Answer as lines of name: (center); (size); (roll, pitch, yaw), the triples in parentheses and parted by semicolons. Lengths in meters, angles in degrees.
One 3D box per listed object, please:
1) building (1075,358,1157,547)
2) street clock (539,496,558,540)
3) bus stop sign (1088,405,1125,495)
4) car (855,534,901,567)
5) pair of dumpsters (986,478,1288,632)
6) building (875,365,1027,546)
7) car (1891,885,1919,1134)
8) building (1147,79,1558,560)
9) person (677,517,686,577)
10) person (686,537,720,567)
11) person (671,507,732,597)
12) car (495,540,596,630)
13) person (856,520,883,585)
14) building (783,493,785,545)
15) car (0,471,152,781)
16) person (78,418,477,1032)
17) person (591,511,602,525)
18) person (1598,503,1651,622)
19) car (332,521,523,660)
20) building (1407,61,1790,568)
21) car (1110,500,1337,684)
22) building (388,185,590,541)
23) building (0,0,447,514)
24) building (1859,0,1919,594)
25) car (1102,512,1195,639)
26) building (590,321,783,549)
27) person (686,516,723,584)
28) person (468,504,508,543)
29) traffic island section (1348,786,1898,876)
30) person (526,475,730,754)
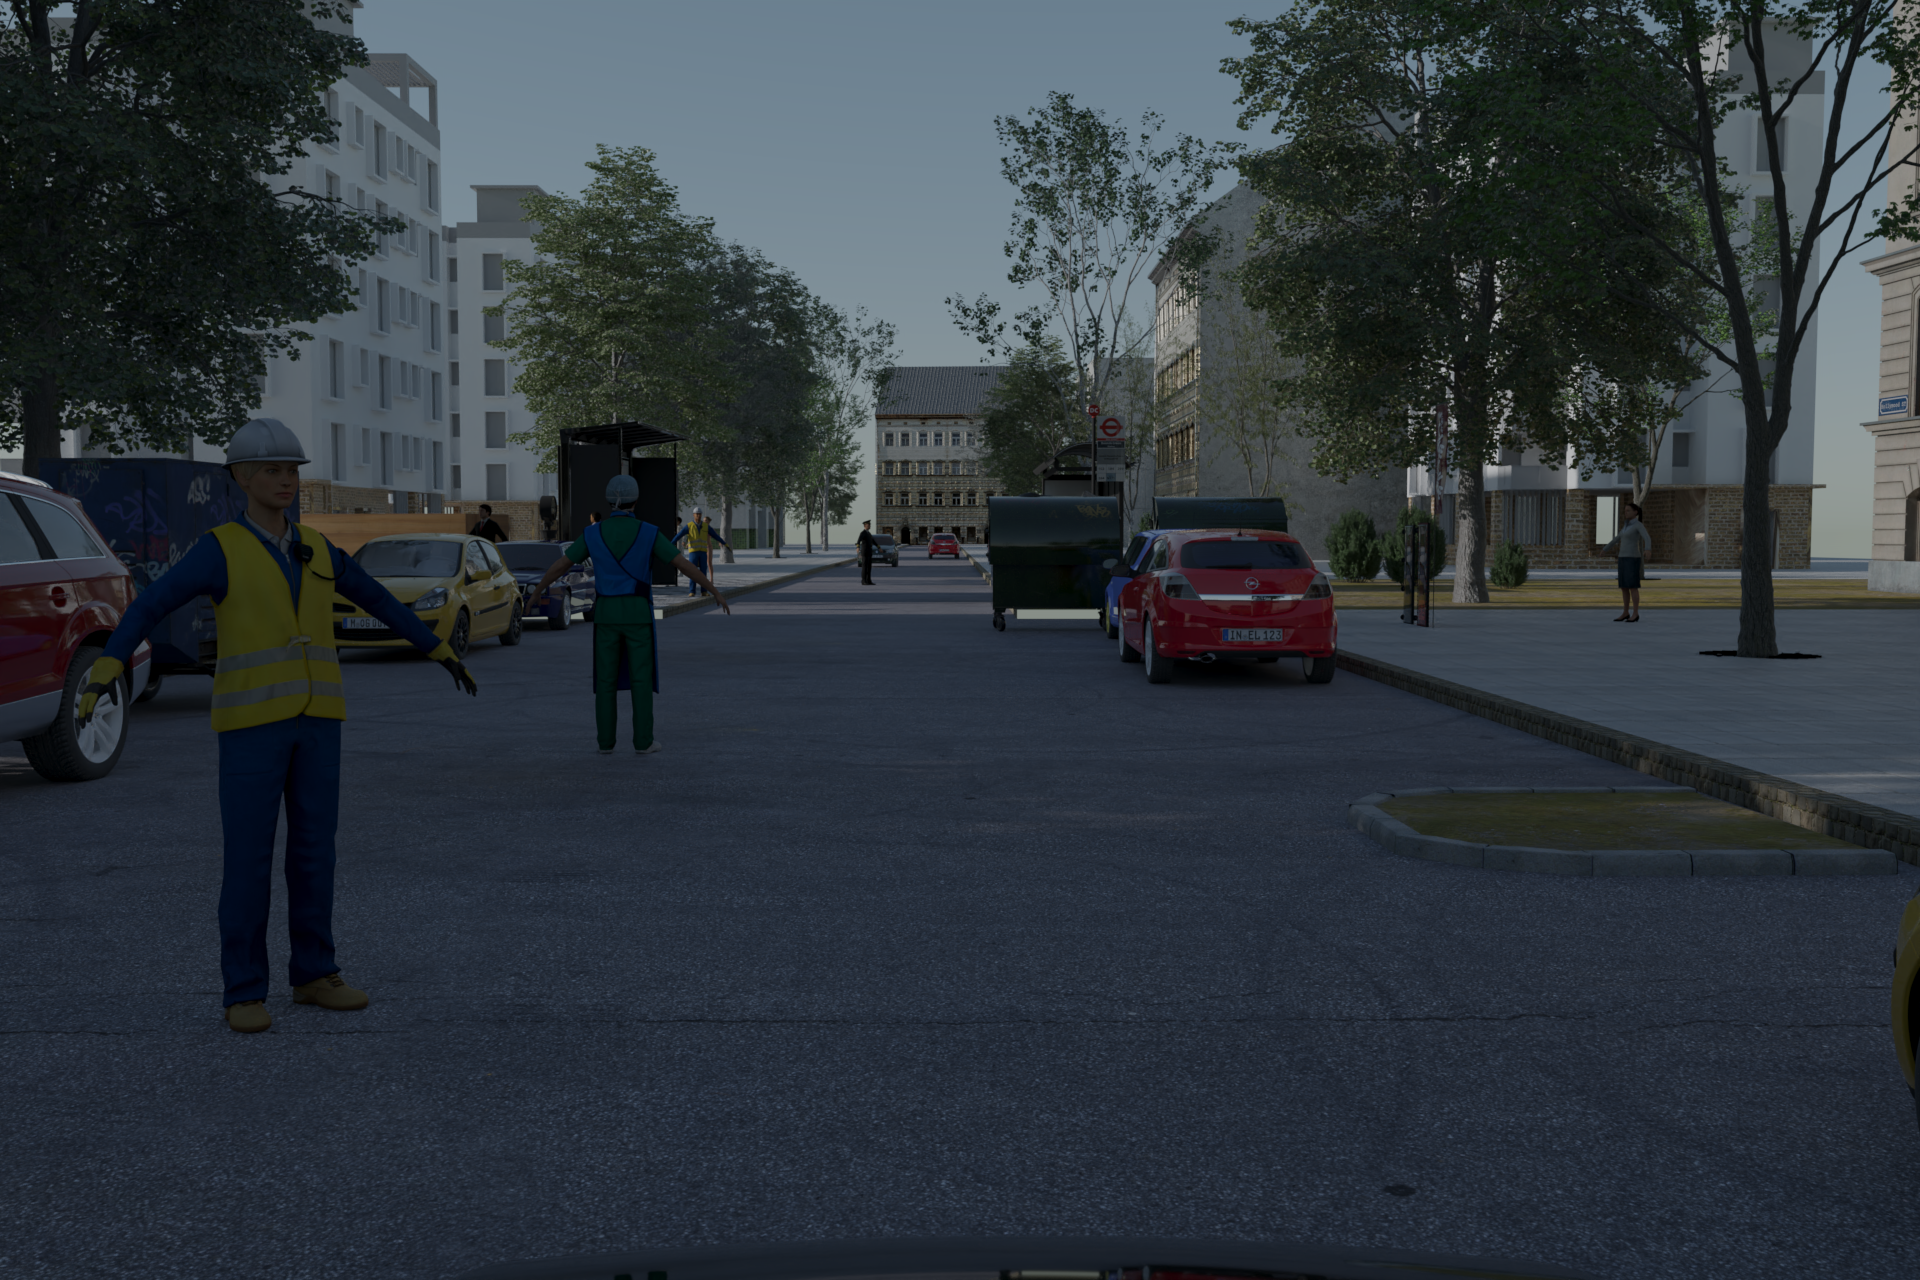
building: (21.699, -19.307, 182.121); (16.747, 18.905, 31.486); (0, 4, -1)
street clock: (-7.754, -1.719, 32.674); (0.358, 2.002, 0.471); (0, 4, 1)
bus stop sign: (2.981, -2.880, 35.790); (0.855, 3.939, 0.416); (0, 4, 0)
car: (-3.581, -4.046, 75.946); (2.009, 1.686, 4.222); (0, 4, -1)
pair of dumpsters: (2.600, -1.282, 25.918); (4.436, 2.255, 1.574); (0, 4, 0)
building: (-0.753, -23.969, 225.277); (18.063, 23.208, 19.493); (0, 4, 5)
car: (2.849, 0.491, 2.189); (2.015, 1.641, 3.980); (0, 3, 0)
building: (20.735, -16.012, 92.717); (19.493, 23.208, 18.063); (0, 3, 0)
person: (-8.501, -2.809, 52.108); (0.705, 1.806, 1.347); (-2, 4, -33)
person: (-9.965, -3.706, 66.856); (1.348, 1.796, 0.705); (0, 4, 2)
person: (-5.377, -1.813, 35.610); (1.349, 1.833, 0.705); (-1, 4, -21)
car: (-6.730, -0.885, 27.044); (1.945, 1.354, 3.894); (0, 4, -1)
person: (-2.582, -2.455, 48.524); (0.705, 1.837, 1.347); (2, 4, 27)
building: (-30.190, -22.416, 197.437); (19.493, 23.208, 18.063); (0, 3, 0)
car: (-6.017, 0.005, 8.592); (2.281, 1.827, 5.304); (0, 3, 0)
person: (-1.974, 0.234, 5.099); (0.721, 1.772, 1.216); (3, 5, 41)
person: (-7.435, -1.734, 35.066); (0.721, 1.740, 1.216); (2, 4, 33)
person: (9.702, -1.127, 25.252); (0.721, 1.735, 1.217); (-1, 4, -12)
car: (-6.520, -0.653, 20.908); (2.015, 1.641, 3.980); (0, 4, -1)
building: (25.129, -13.410, 75.671); (16.016, 20.090, 11.380); (0, 4, 0)
car: (2.683, -0.553, 18.075); (2.155, 1.783, 4.494); (0, 3, 0)
building: (-27.987, -14.608, 95.255); (16.016, 20.090, 11.380); (0, 4, 0)
building: (-26.333, -12.382, 58.869); (16.016, 20.090, 11.380); (0, 4, 0)
building: (25.825, -12.391, 21.675); (14.460, 24.649, 34.723); (0, 4, 0)
car: (2.861, -0.797, 22.616); (1.945, 1.707, 3.694); (0, 4, -1)
building: (-26.193, -17.903, 159.166); (16.747, 18.905, 31.486); (0, 4, 0)
person: (-6.493, -2.282, 44.121); (1.217, 1.733, 0.721); (2, 4, 33)
person: (-8.331, -1.477, 30.341); (1.347, 1.806, 0.705); (2, 4, 28)
traffic island section: (2.929, 0.894, 8.252); (1.991, 0.108, 1.994); (0, 4, -1)
person: (-2.189, -0.168, 11.328); (1.347, 1.817, 0.704); (0, 4, 1)
